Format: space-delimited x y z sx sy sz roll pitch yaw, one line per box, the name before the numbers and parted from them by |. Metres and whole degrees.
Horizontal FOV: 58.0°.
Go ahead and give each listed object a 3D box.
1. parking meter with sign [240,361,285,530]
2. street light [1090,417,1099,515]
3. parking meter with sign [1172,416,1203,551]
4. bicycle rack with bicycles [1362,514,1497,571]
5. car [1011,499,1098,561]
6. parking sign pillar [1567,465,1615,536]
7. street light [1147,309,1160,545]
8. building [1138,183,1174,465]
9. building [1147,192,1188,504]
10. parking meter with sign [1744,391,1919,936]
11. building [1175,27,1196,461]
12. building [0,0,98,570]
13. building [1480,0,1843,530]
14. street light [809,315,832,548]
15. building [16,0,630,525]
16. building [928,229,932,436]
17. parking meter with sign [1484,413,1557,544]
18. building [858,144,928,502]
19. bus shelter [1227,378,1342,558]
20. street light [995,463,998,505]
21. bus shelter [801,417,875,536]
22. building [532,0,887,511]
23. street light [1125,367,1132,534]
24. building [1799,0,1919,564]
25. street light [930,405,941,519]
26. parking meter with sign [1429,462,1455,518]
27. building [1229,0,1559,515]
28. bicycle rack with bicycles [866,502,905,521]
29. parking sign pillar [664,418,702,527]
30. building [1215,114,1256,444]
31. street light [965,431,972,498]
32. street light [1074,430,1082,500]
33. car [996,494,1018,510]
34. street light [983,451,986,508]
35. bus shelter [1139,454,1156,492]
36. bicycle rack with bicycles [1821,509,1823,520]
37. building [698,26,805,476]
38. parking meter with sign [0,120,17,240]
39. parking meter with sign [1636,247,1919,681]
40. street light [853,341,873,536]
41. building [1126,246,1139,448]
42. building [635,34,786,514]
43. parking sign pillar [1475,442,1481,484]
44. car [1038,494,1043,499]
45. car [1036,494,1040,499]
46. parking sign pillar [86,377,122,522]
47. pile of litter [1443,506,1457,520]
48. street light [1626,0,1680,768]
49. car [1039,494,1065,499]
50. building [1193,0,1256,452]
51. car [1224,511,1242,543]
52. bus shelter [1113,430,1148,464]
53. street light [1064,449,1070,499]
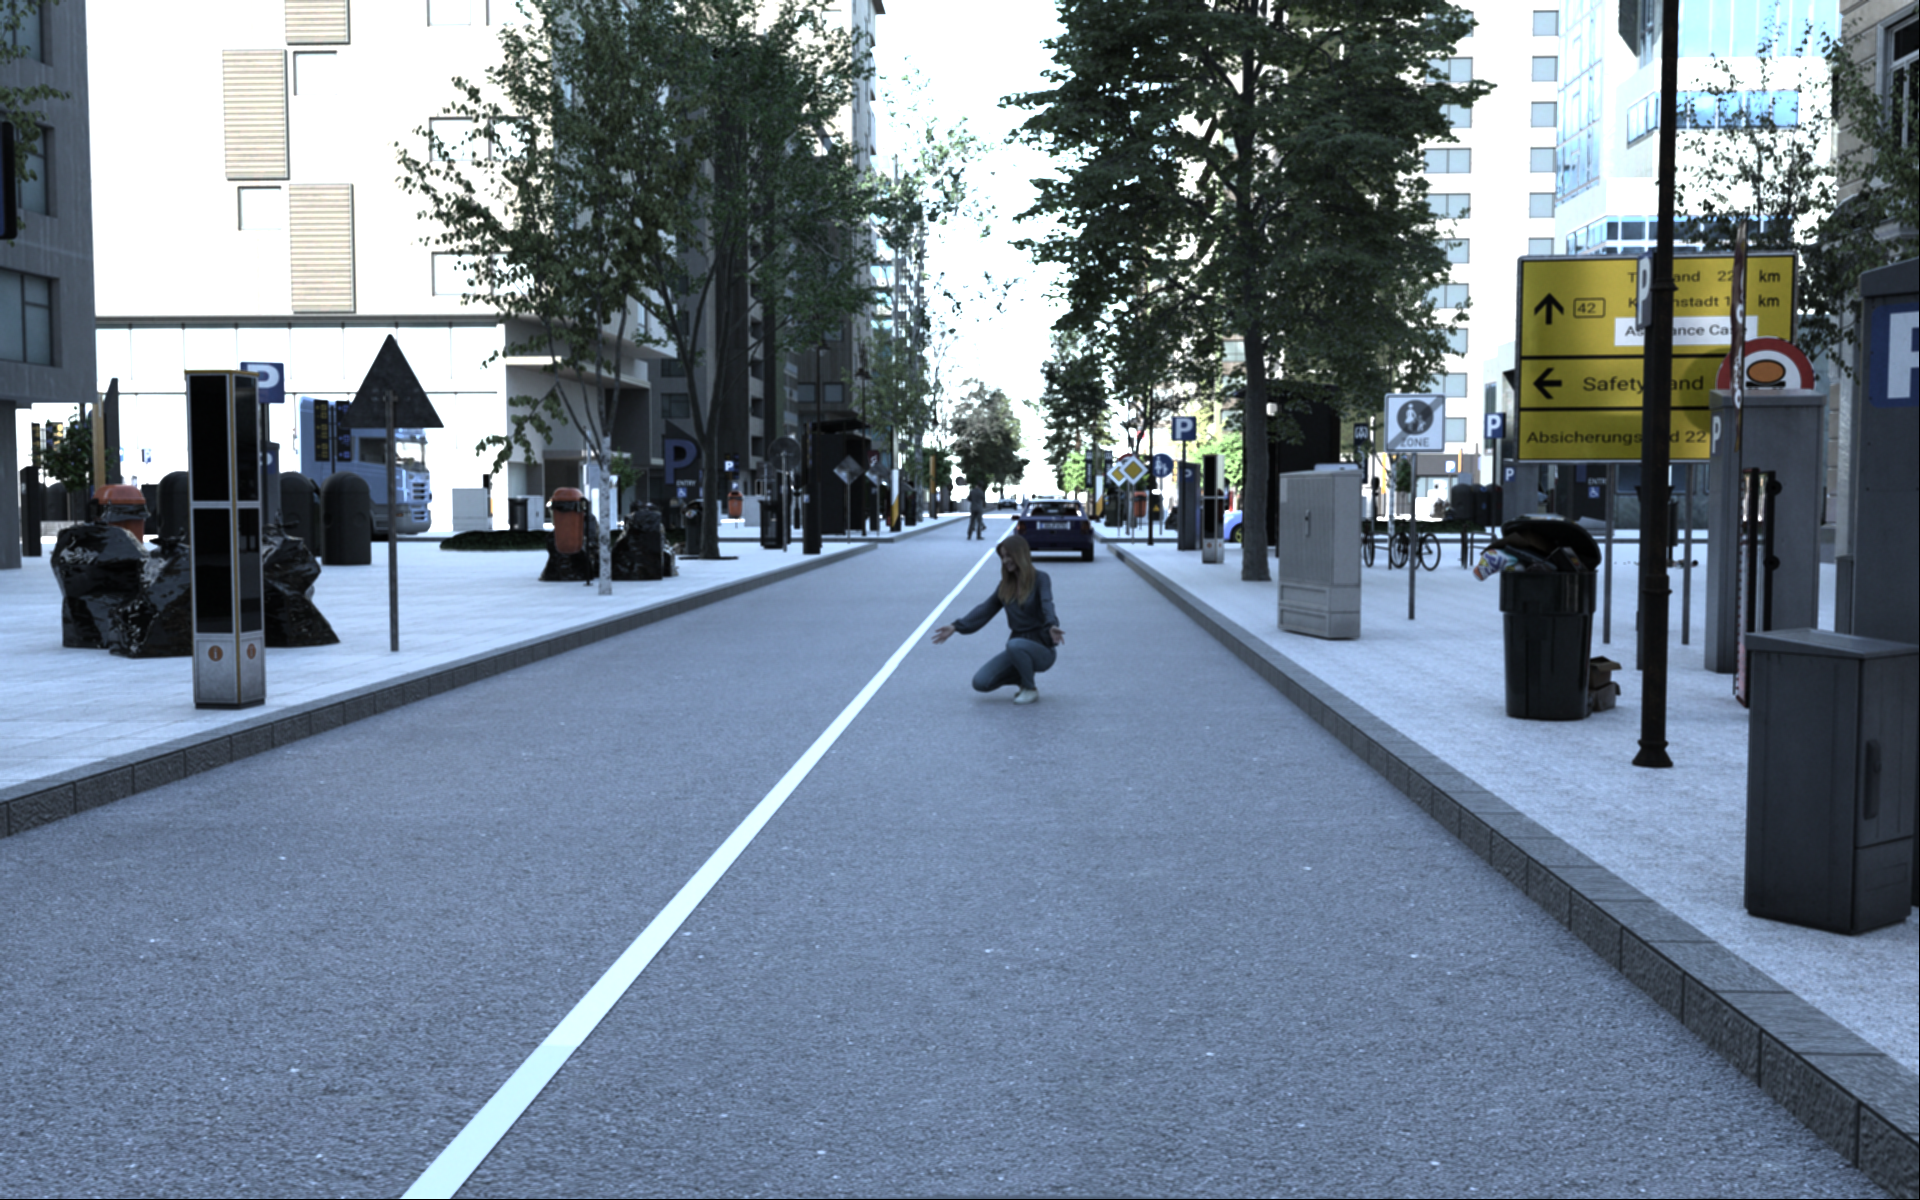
parking meter with sign | -9.490 -1.677 23.674 0.543 3.016 1.738 -1 4 -21
street light | 7.011 -7.201 90.526 0.468 5.910 1.993 0 4 3
parking meter with sign | 5.286 -2.657 39.708 0.543 3.016 1.738 1 4 18
bicycle rack with bicycles | 8.099 -1.021 30.075 2.852 0.926 2.925 0 4 5
car | 2.088 -1.570 38.246 1.945 1.354 3.894 0 4 4
parking sign pillar | 19.377 -3.956 53.156 1.447 3.967 1.447 0 4 -4
street light | 4.778 -4.310 43.254 0.468 5.910 1.993 0 4 3
building | 32.903 -36.577 248.141 14.600 45.320 14.200 0 4 3
building | 32.254 -33.664 234.002 14.154 41.232 14.086 0 4 3
parking meter with sign | 3.197 -0.566 5.523 1.738 3.016 0.543 -2 4 -35
building | 36.315 -35.855 175.469 28.713 52.752 27.495 0 4 3
building | -22.322 -20.927 25.759 14.086 41.232 14.154 0 4 3
building | 38.687 -46.344 70.393 31.000 86.520 22.319 0 4 3
street light | -3.378 -4.196 41.394 0.468 5.910 1.993 0 4 3
building | -29.245 -30.194 82.915 28.713 52.752 27.495 0 4 3
building | -15.967 -39.732 269.231 23.786 49.044 30.456 0 4 3
parking meter with sign | 12.220 -2.532 37.656 1.738 3.016 0.543 -2 4 -28
building | -17.682 -37.830 238.120 23.786 49.044 30.456 0 4 3
bus shelter | 7.036 -2.855 37.957 1.731 3.624 6.357 0 4 3
street light | 4.669 -14.656 212.407 0.468 5.910 1.993 0 4 3
bus shelter | -3.892 -3.976 56.294 1.731 3.624 6.357 0 4 3
building | -22.284 -35.268 165.866 28.713 52.752 27.495 0 4 3
street light | 5.373 -5.046 55.296 0.468 5.910 1.993 0 4 3
building | 21.833 -14.415 21.584 13.634 28.700 20.117 0 4 3
street light | -1.214 -7.028 87.694 0.468 5.910 1.993 0 4 3
parking meter with sign | 26.029 -5.966 93.808 0.543 3.016 1.738 -1 4 -19
building | 28.920 -41.351 114.337 20.563 71.187 20.611 0 4 3
bicycle rack with bicycles | -3.996 -4.256 82.969 2.852 0.926 2.925 -3 5 -42
parking sign pillar | -9.832 -4.465 61.477 1.447 3.967 1.447 0 4 6
building | 26.624 -22.145 133.773 14.160 30.474 14.107 0 4 3
street light | 0.675 -9.551 128.939 0.468 5.910 1.993 0 4 3
street light | 8.908 -9.712 131.584 0.468 5.910 1.993 0 4 3
car | 4.297 -8.990 156.777 2.009 1.686 4.222 0 4 2
street light | 2.294 -11.712 164.271 0.468 5.910 1.993 0 4 3
bus shelter | 9.293 -5.892 90.259 2.014 3.302 5.546 0 4 3
bicycle rack with bicycles | 29.987 -2.848 59.955 2.925 0.926 2.852 -2 4 -34
building | -26.251 -27.425 140.287 32.217 40.220 23.993 0 4 3
parking meter with sign | -4.839 -0.680 7.380 0.543 3.016 1.738 1 4 10
parking meter with sign | 5.780 -0.987 12.392 1.738 3.016 0.543 1 4 10
street light | -2.916 -4.873 52.466 0.468 5.910 1.993 0 4 3
building | 37.370 -37.626 269.805 22.147 44.769 28.867 0 4 3
building | -19.365 -20.873 112.978 14.160 30.474 14.107 0 4 3
parking sign pillar | 27.288 -6.271 91.007 1.447 3.967 1.447 1 4 18
car | 7.906 -9.143 159.716 2.015 1.641 3.980 0 4 3
car | 12.633 -15.749 267.289 2.009 1.686 4.222 0 4 3
parking sign pillar | -19.475 -3.117 39.432 1.447 3.967 1.447 -1 4 -14
pile of litter | 17.641 -2.898 61.341 1.719 0.858 1.176 -3 5 -44
street light | 3.277 -2.155 8.017 0.468 5.910 1.993 0 4 3
car | 4.815 -4.954 90.780 2.009 1.686 4.222 0 4 2
building | 32.099 -32.267 151.266 21.300 48.544 21.600 0 4 3
car | 8.881 -2.356 48.118 3.694 1.707 1.945 0 4 2
bus shelter | 10.522 -7.885 106.545 2.179 5.291 8.768 0 4 2
street light | 10.521 -11.867 166.816 0.468 5.910 1.993 0 4 3
